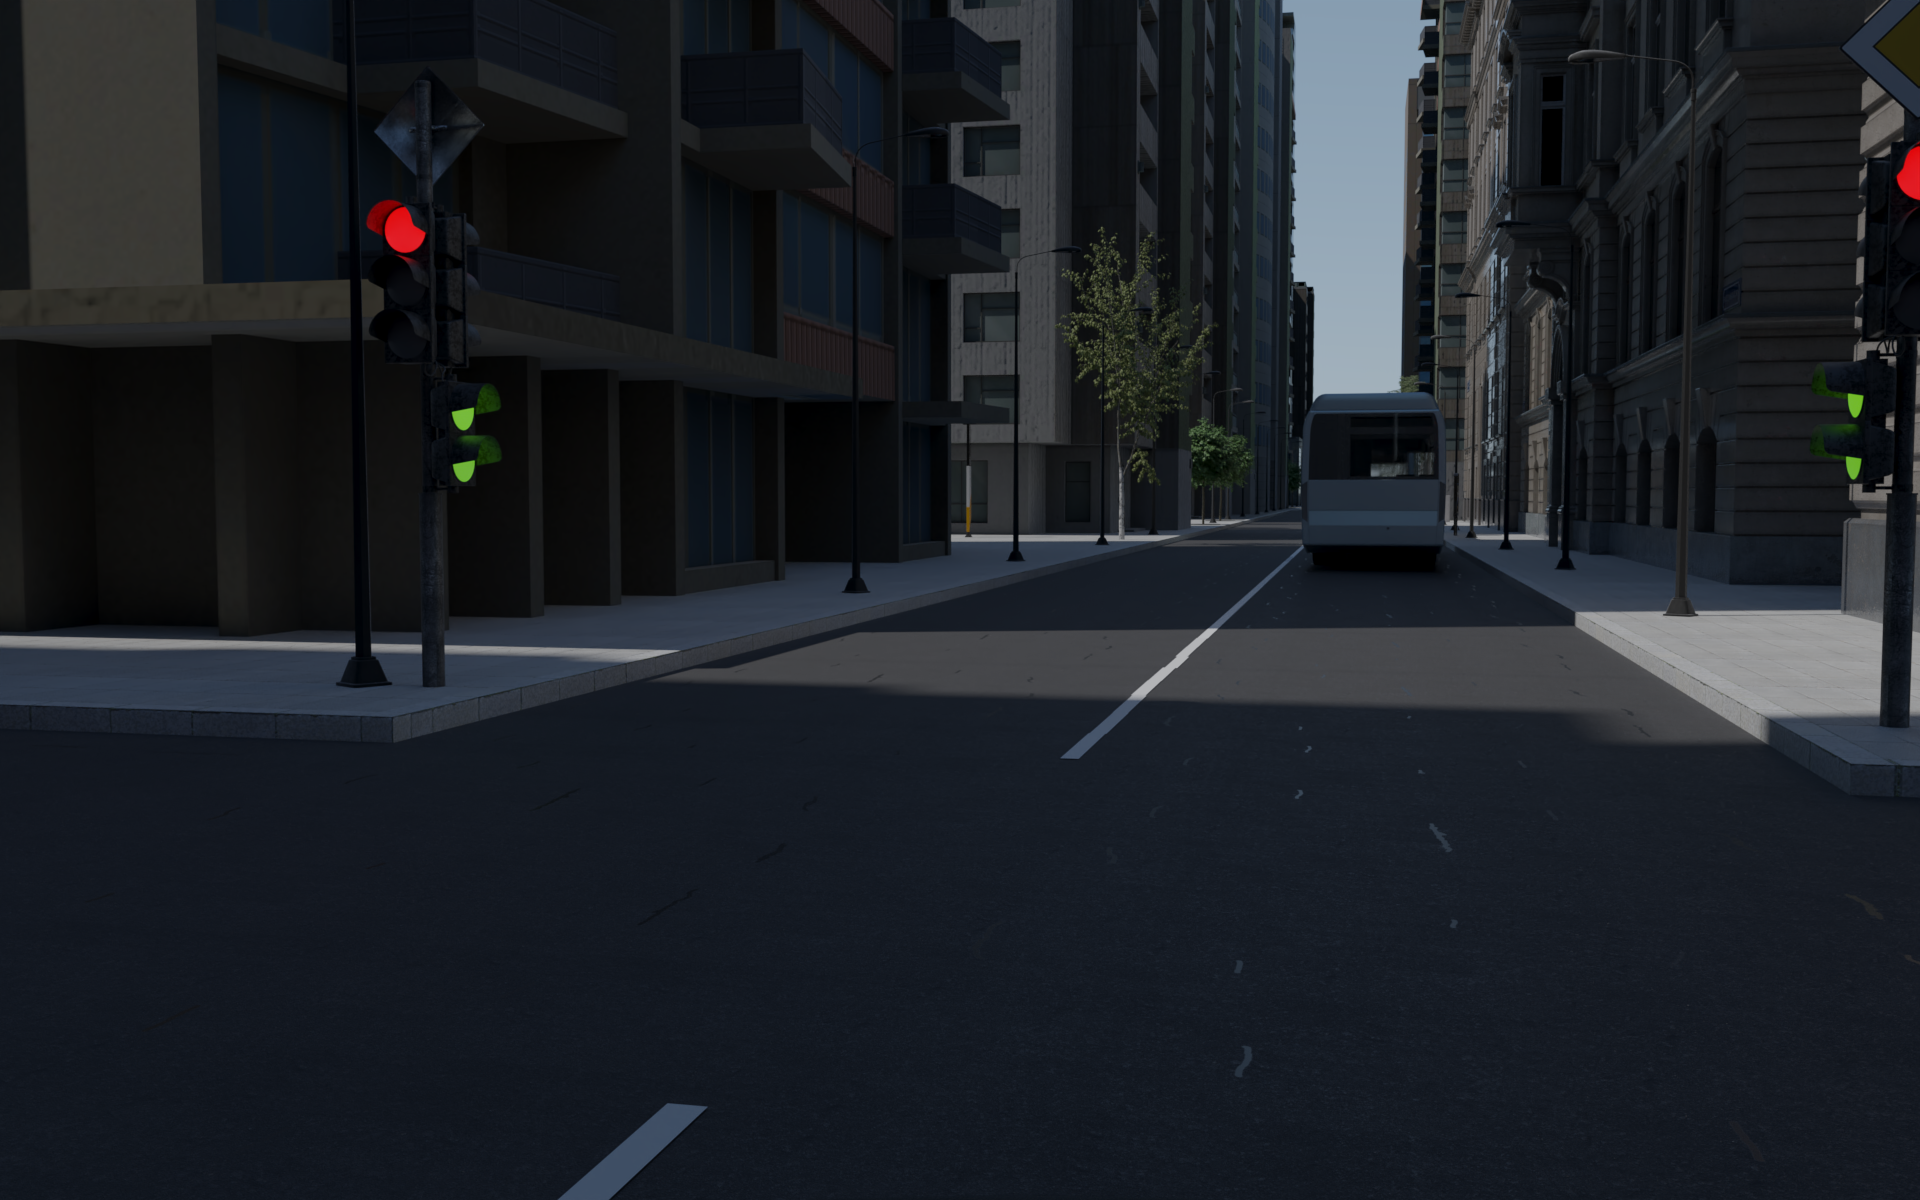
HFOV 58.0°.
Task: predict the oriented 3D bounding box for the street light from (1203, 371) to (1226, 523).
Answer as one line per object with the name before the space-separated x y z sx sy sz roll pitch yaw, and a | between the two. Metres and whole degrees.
street light | 9.154 -5.696 65.666 1.470 5.913 1.316 1 4 13

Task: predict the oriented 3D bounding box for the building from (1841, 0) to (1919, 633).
building | 17.387 -11.149 11.164 19.941 23.489 11.050 1 4 13

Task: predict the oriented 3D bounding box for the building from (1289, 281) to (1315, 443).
building | 40.315 -28.240 233.426 14.160 30.474 14.107 1 4 13

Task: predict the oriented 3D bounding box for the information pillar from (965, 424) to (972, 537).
information pillar | 0.262 -3.674 51.424 0.183 3.616 0.504 0 4 6

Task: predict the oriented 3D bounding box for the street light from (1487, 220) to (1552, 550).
street light | 9.773 -3.478 29.414 1.470 5.913 1.316 1 4 13

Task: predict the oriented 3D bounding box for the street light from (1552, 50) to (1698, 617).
street light | 7.065 -2.792 18.194 1.470 5.913 1.316 1 4 13

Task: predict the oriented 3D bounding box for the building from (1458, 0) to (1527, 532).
building | 26.533 -16.562 68.054 12.463 27.353 25.104 1 4 13

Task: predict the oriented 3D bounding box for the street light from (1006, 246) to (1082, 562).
street light | 1.591 -3.682 32.739 1.470 5.913 1.316 1 4 13

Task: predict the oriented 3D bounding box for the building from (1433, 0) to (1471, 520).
building | 31.916 -19.463 89.923 14.160 30.474 14.107 1 4 13

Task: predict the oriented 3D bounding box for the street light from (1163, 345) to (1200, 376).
street light | 6.621 -4.999 54.269 1.470 5.913 1.316 1 4 13

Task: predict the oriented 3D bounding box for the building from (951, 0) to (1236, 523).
building | 7.217 -19.679 93.446 14.160 30.474 14.107 1 4 13

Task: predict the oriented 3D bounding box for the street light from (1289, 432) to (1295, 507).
street light | 24.200 -9.646 130.260 1.470 5.913 1.316 1 4 13

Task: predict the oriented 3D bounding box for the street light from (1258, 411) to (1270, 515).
street light | 16.488 -7.642 97.487 1.470 5.913 1.316 1 4 13

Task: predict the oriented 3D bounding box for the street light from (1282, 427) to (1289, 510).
street light | 21.769 -9.003 119.735 1.470 5.913 1.316 1 4 13

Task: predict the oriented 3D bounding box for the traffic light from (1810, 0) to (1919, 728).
traffic light | 5.144 -1.256 9.455 0.839 4.253 0.868 1 4 13

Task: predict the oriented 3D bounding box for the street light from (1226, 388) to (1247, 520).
street light | 11.713 -6.345 76.277 1.470 5.913 1.316 1 4 13

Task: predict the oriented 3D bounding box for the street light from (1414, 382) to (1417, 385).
street light | 19.487 -6.067 71.739 1.470 5.913 1.316 1 4 13

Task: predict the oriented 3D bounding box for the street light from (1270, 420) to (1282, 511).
street light | 19.170 -8.307 108.353 1.470 5.913 1.316 1 4 13

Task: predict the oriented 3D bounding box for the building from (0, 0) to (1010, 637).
building | -11.427 -22.899 29.032 22.147 44.769 28.867 1 4 13

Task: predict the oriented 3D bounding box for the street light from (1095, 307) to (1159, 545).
street light | 4.099 -4.324 43.246 1.470 5.913 1.316 1 4 13

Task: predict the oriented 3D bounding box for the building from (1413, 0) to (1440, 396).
building | 48.231 -29.656 139.498 22.147 44.769 28.867 1 4 13

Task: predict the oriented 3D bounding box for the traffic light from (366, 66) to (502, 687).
traffic light | -3.494 -1.377 11.431 0.839 4.253 0.868 1 4 13

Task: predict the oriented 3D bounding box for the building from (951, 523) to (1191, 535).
building | 0.394 -17.621 59.809 14.160 30.474 14.107 1 4 13

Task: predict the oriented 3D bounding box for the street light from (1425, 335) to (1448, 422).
street light | 14.441 -4.776 50.629 1.470 5.913 1.316 1 4 13

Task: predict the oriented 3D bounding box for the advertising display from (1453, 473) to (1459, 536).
advertising display | 15.397 -2.969 53.750 0.123 1.923 0.974 1 4 18

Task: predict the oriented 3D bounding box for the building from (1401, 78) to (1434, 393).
building | 53.748 -32.533 182.018 14.600 45.320 14.200 1 4 13

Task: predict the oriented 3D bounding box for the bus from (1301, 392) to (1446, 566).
bus | 9.123 -2.635 37.938 2.948 3.499 13.247 1 4 14

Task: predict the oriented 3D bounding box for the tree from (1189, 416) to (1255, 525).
tree | 10.113 -5.428 72.454 4.285 4.588 4.351 0 3 0

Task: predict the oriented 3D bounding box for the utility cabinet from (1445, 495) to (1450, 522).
utility cabinet | 22.218 -4.160 79.178 0.306 1.237 1.020 1 4 12

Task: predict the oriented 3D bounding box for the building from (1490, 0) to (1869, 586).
building | 19.720 -13.454 39.061 14.460 24.649 34.723 1 4 13

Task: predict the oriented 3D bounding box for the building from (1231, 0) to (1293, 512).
building | 21.038 -28.475 149.159 14.154 41.232 14.086 1 4 13

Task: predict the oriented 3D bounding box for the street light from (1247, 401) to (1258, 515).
street light | 13.923 -6.958 86.296 1.470 5.913 1.316 1 4 13

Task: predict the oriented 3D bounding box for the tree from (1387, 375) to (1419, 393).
tree | 42.500 -15.122 165.367 7.486 12.596 7.792 0 3 0

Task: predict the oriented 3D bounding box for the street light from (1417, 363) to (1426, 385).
street light | 16.992 -5.424 61.229 1.470 5.913 1.316 1 4 13

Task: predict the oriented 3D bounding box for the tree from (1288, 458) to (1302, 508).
tree | 30.389 -10.771 159.821 4.285 4.588 4.351 0 3 0

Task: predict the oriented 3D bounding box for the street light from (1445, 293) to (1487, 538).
street light | 12.091 -4.124 39.965 1.470 5.913 1.316 1 4 13

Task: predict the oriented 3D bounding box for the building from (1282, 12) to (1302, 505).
building | 30.864 -54.921 210.634 22.319 86.520 31.000 1 4 13

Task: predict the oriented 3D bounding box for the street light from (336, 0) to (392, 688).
street light | -3.473 -2.372 11.316 1.470 5.913 1.316 1 4 13

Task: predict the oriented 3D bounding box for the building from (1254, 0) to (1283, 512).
building | 12.614 -35.897 128.908 21.231 58.520 28.212 1 4 13

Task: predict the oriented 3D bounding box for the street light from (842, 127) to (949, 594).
street light | -0.825 -3.038 22.210 1.470 5.913 1.316 1 4 13

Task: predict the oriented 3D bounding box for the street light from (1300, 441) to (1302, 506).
street light | 29.229 -10.962 151.772 1.470 5.913 1.316 1 4 13

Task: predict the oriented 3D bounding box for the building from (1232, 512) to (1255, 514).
building | 11.100 -25.965 108.119 14.154 41.232 14.086 1 4 13

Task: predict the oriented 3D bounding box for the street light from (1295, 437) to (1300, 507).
street light | 26.721 -10.320 141.265 1.470 5.913 1.316 1 4 13

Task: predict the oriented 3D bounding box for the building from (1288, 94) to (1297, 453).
building | 23.729 -32.274 182.303 22.147 44.769 28.867 1 4 13

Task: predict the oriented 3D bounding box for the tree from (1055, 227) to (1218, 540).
tree | 4.775 -5.998 48.434 4.737 8.622 4.395 0 3 0
